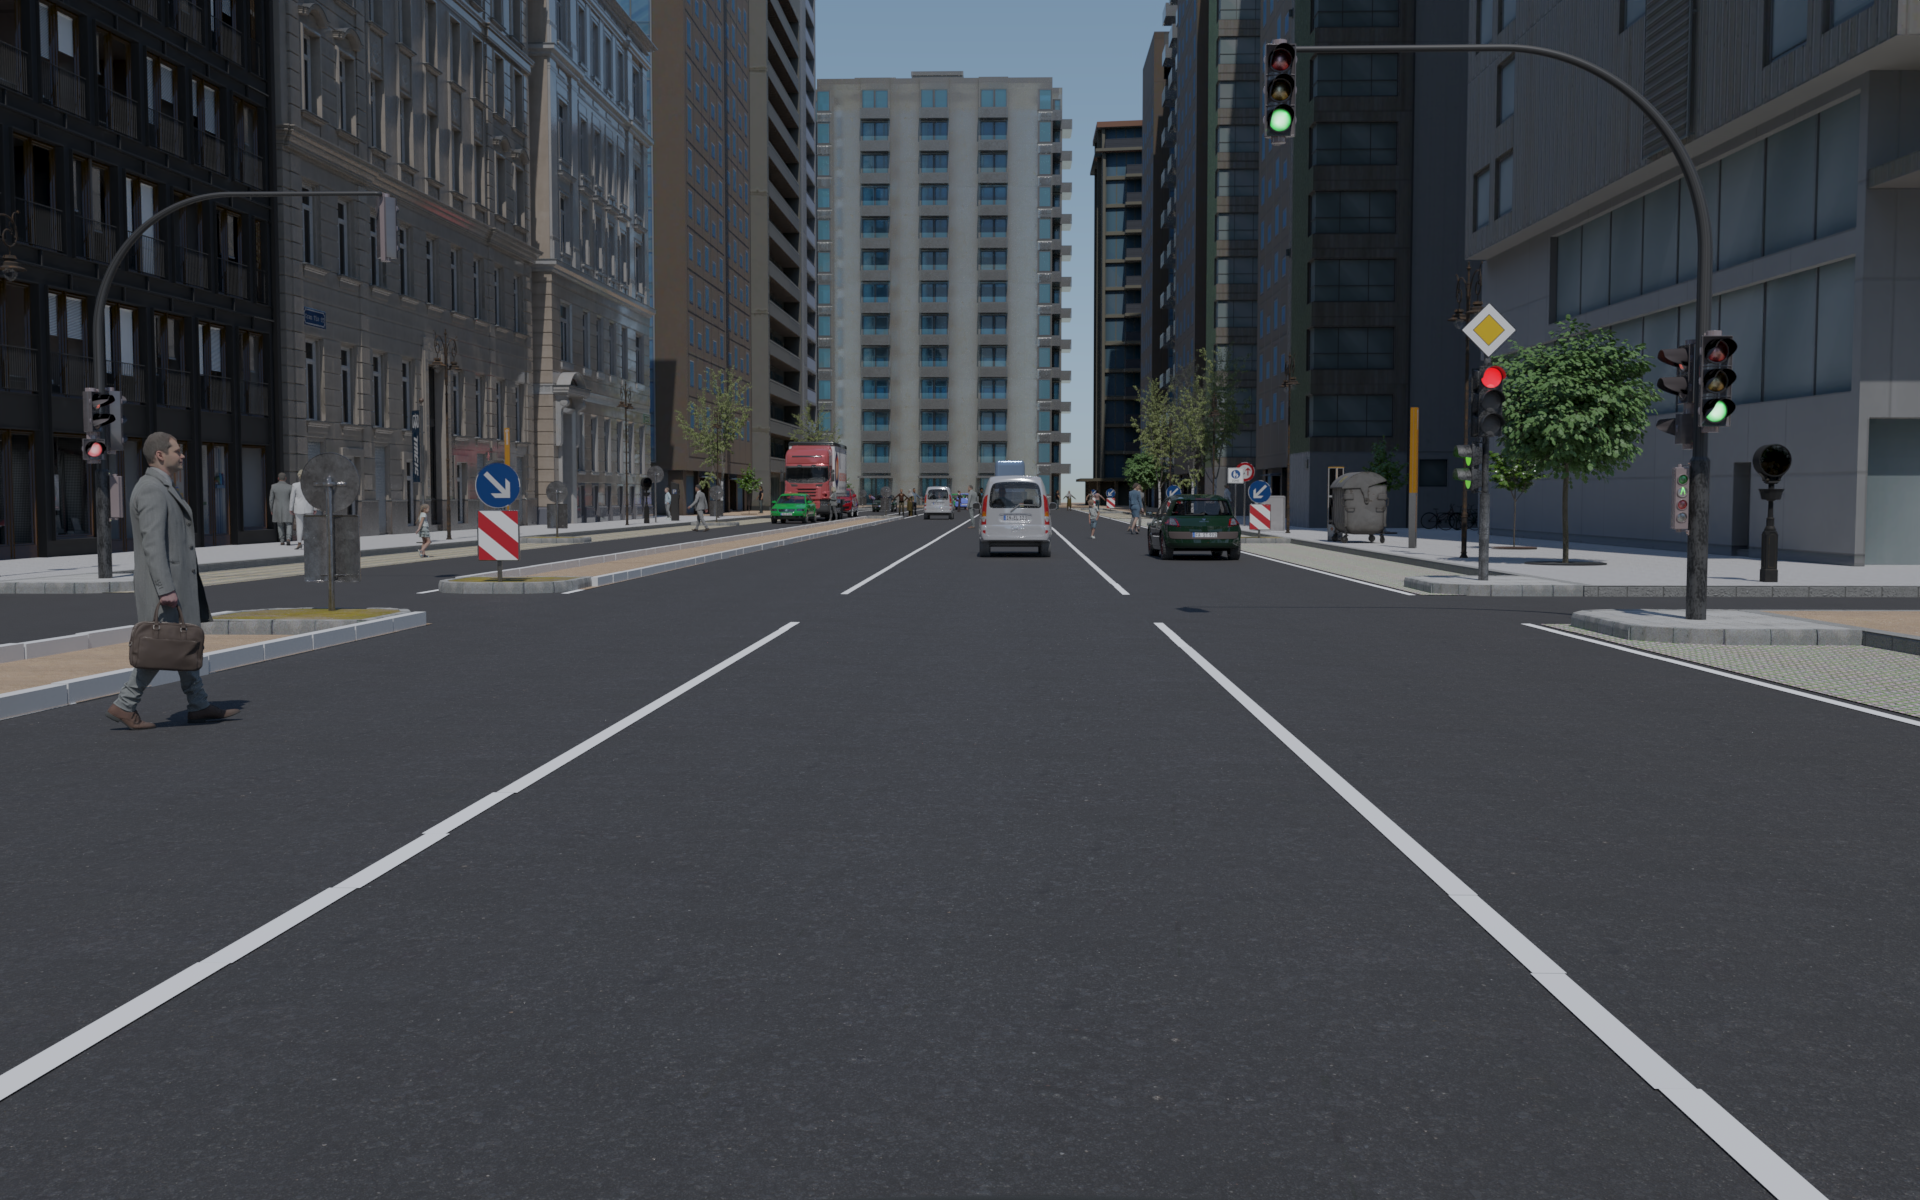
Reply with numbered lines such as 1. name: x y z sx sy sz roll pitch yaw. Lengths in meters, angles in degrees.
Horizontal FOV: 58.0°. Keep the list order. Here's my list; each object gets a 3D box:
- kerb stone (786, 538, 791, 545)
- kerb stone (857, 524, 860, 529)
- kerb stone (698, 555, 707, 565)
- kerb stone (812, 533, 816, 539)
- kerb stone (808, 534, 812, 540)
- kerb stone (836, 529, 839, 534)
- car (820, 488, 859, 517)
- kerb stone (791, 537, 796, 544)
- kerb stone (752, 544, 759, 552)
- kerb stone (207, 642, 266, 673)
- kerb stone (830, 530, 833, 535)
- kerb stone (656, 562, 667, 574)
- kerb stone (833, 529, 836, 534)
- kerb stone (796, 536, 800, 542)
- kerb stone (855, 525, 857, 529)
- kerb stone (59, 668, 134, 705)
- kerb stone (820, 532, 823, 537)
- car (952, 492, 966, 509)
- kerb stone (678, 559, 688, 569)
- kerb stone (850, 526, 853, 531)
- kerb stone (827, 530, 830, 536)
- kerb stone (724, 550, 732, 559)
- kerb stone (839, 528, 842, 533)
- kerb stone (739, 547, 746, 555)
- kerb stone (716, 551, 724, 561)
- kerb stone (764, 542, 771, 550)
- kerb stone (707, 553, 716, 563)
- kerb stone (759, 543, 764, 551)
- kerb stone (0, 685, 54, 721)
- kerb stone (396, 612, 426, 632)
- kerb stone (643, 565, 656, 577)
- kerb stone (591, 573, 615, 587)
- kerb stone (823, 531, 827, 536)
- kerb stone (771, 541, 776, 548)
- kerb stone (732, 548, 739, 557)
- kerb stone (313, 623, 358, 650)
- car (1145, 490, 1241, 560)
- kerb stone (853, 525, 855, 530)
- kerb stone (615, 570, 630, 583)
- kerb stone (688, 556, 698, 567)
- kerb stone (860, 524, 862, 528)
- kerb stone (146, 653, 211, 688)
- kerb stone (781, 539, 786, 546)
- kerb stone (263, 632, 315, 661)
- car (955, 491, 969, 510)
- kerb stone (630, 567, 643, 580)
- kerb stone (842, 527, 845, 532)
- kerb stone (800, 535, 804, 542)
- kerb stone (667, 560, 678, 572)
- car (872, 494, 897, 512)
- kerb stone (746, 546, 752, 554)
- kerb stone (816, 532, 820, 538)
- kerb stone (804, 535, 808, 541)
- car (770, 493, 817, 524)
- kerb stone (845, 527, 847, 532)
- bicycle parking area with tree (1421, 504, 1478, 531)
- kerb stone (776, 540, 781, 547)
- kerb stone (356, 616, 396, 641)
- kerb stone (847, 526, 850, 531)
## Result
1. kerb stone: -4.945 -1.621 48.724 0.120 0.150 1.000 0 4 2
2. kerb stone: -4.284 -2.941 70.279 0.120 0.150 1.000 0 4 2
3. kerb stone: -5.368 -0.803 35.389 0.120 0.150 1.000 0 4 2
4. kerb stone: -4.759 -1.998 54.883 0.120 0.150 1.000 0 4 2
5. kerb stone: -4.798 -1.935 53.854 0.120 0.150 1.000 0 4 2
6. kerb stone: -4.539 -2.437 62.063 0.120 0.150 1.000 0 4 2
7. car: -7.514 -6.063 107.795 2.281 1.827 5.304 0 4 3
8. kerb stone: -4.917 -1.682 49.755 0.120 0.150 1.000 0 4 2
9. kerb stone: -5.145 -1.245 42.570 0.120 0.150 1.000 0 4 2
10. kerb stone: -6.025 0.483 14.296 0.120 0.150 1.000 0 4 2
11. kerb stone: -4.594 -2.303 60.015 0.120 0.150 1.000 0 4 2
12. kerb stone: -5.492 -0.556 31.288 0.120 0.150 1.000 0 4 2
13. kerb stone: -4.572 -2.376 61.042 0.120 0.150 1.000 0 4 2
14. kerb stone: -4.892 -1.748 50.782 0.120 0.150 1.000 0 4 2
15. kerb stone: -4.310 -2.878 69.252 0.120 0.150 1.000 0 4 2
16. kerb stone: -6.091 0.609 12.249 0.120 0.150 1.000 0 4 2
17. kerb stone: -4.691 -2.118 56.944 0.120 0.150 1.000 0 4 2
18. car: -0.199 -9.459 163.449 1.959 1.807 4.718 0 4 2
19. kerb stone: -5.432 -0.678 33.335 0.120 0.150 1.000 0 4 2
20. kerb stone: -4.372 -2.753 67.201 0.120 0.150 1.000 0 4 2
21. kerb stone: -4.633 -2.247 58.992 0.120 0.150 1.000 0 4 2
22. kerb stone: -5.266 -0.995 38.465 0.120 0.150 1.000 0 4 2
23. kerb stone: -4.502 -2.500 63.085 0.120 0.150 1.000 0 4 2
24. kerb stone: -5.211 -1.120 40.519 0.120 0.150 1.000 0 4 2
25. kerb stone: -5.304 -0.933 37.443 0.120 0.150 1.000 0 4 2
26. kerb stone: -5.074 -1.372 44.625 0.120 0.150 1.000 0 4 2
27. kerb stone: -5.333 -0.869 36.414 0.120 0.150 1.000 0 4 2
28. kerb stone: -5.117 -1.303 43.594 0.120 0.150 1.000 0 4 2
29. kerb stone: -6.121 0.676 11.227 0.120 0.150 1.000 0 4 2
30. kerb stone: -5.897 0.233 18.388 0.120 0.150 1.000 0 4 2
31. kerb stone: -5.519 -0.492 30.263 0.120 0.150 1.000 0 4 2
32. kerb stone: -5.628 -0.305 27.198 0.120 0.150 1.000 0 4 2
33. kerb stone: -4.664 -2.187 57.970 0.120 0.150 1.000 0 4 2
34. kerb stone: -5.045 -1.434 45.647 0.120 0.150 1.000 0 4 2
35. kerb stone: -5.246 -1.056 39.498 0.120 0.150 1.000 0 4 2
36. kerb stone: -5.957 0.358 16.339 0.120 0.150 1.000 0 4 2
37. car: 5.232 -1.786 38.981 2.009 1.686 4.222 0 4 0
38. kerb stone: -4.345 -2.815 68.223 0.120 0.150 1.000 0 4 2
39. kerb stone: -5.589 -0.368 28.220 0.120 0.150 1.000 0 4 2
40. kerb stone: -5.402 -0.737 34.362 0.120 0.150 1.000 0 4 2
41. kerb stone: -4.251 -3.004 71.313 0.120 0.150 1.000 0 4 2
42. kerb stone: -6.051 0.550 13.275 0.120 0.150 1.000 0 4 2
43. kerb stone: -4.987 -1.556 47.697 0.120 0.150 1.000 0 4 2
44. kerb stone: -5.992 0.421 15.318 0.120 0.150 1.000 0 4 2
45. car: 0.472 -9.047 157.504 1.945 1.707 3.694 0 4 3
46. kerb stone: -5.555 -0.428 29.242 0.120 0.150 1.000 0 4 2
47. kerb stone: -4.475 -2.560 64.113 0.120 0.150 1.000 0 4 2
48. kerb stone: -4.861 -1.811 51.804 0.120 0.150 1.000 0 4 2
49. kerb stone: -5.463 -0.617 32.310 0.120 0.150 1.000 0 4 2
50. car: -6.024 -7.881 138.642 2.009 1.686 4.222 0 4 3
51. kerb stone: -5.174 -1.183 41.541 0.120 0.150 1.000 0 4 2
52. kerb stone: -4.724 -2.062 55.904 0.120 0.150 1.000 0 4 2
53. kerb stone: -4.824 -1.870 52.827 0.120 0.150 1.000 0 4 2
54. car: -8.160 -4.668 85.111 1.959 1.807 4.718 0 4 4
55. kerb stone: -4.446 -2.626 65.138 0.120 0.150 1.000 0 4 2
56. bicycle parking area with tree: 20.988 -4.461 59.938 9.016 4.147 8.231 0 4 6
57. kerb stone: -5.022 -1.497 46.672 0.120 0.150 1.000 0 4 2
58. kerb stone: -5.924 0.295 17.366 0.120 0.150 1.000 0 4 2
59. kerb stone: -4.413 -2.690 66.171 0.120 0.150 1.000 0 4 2
